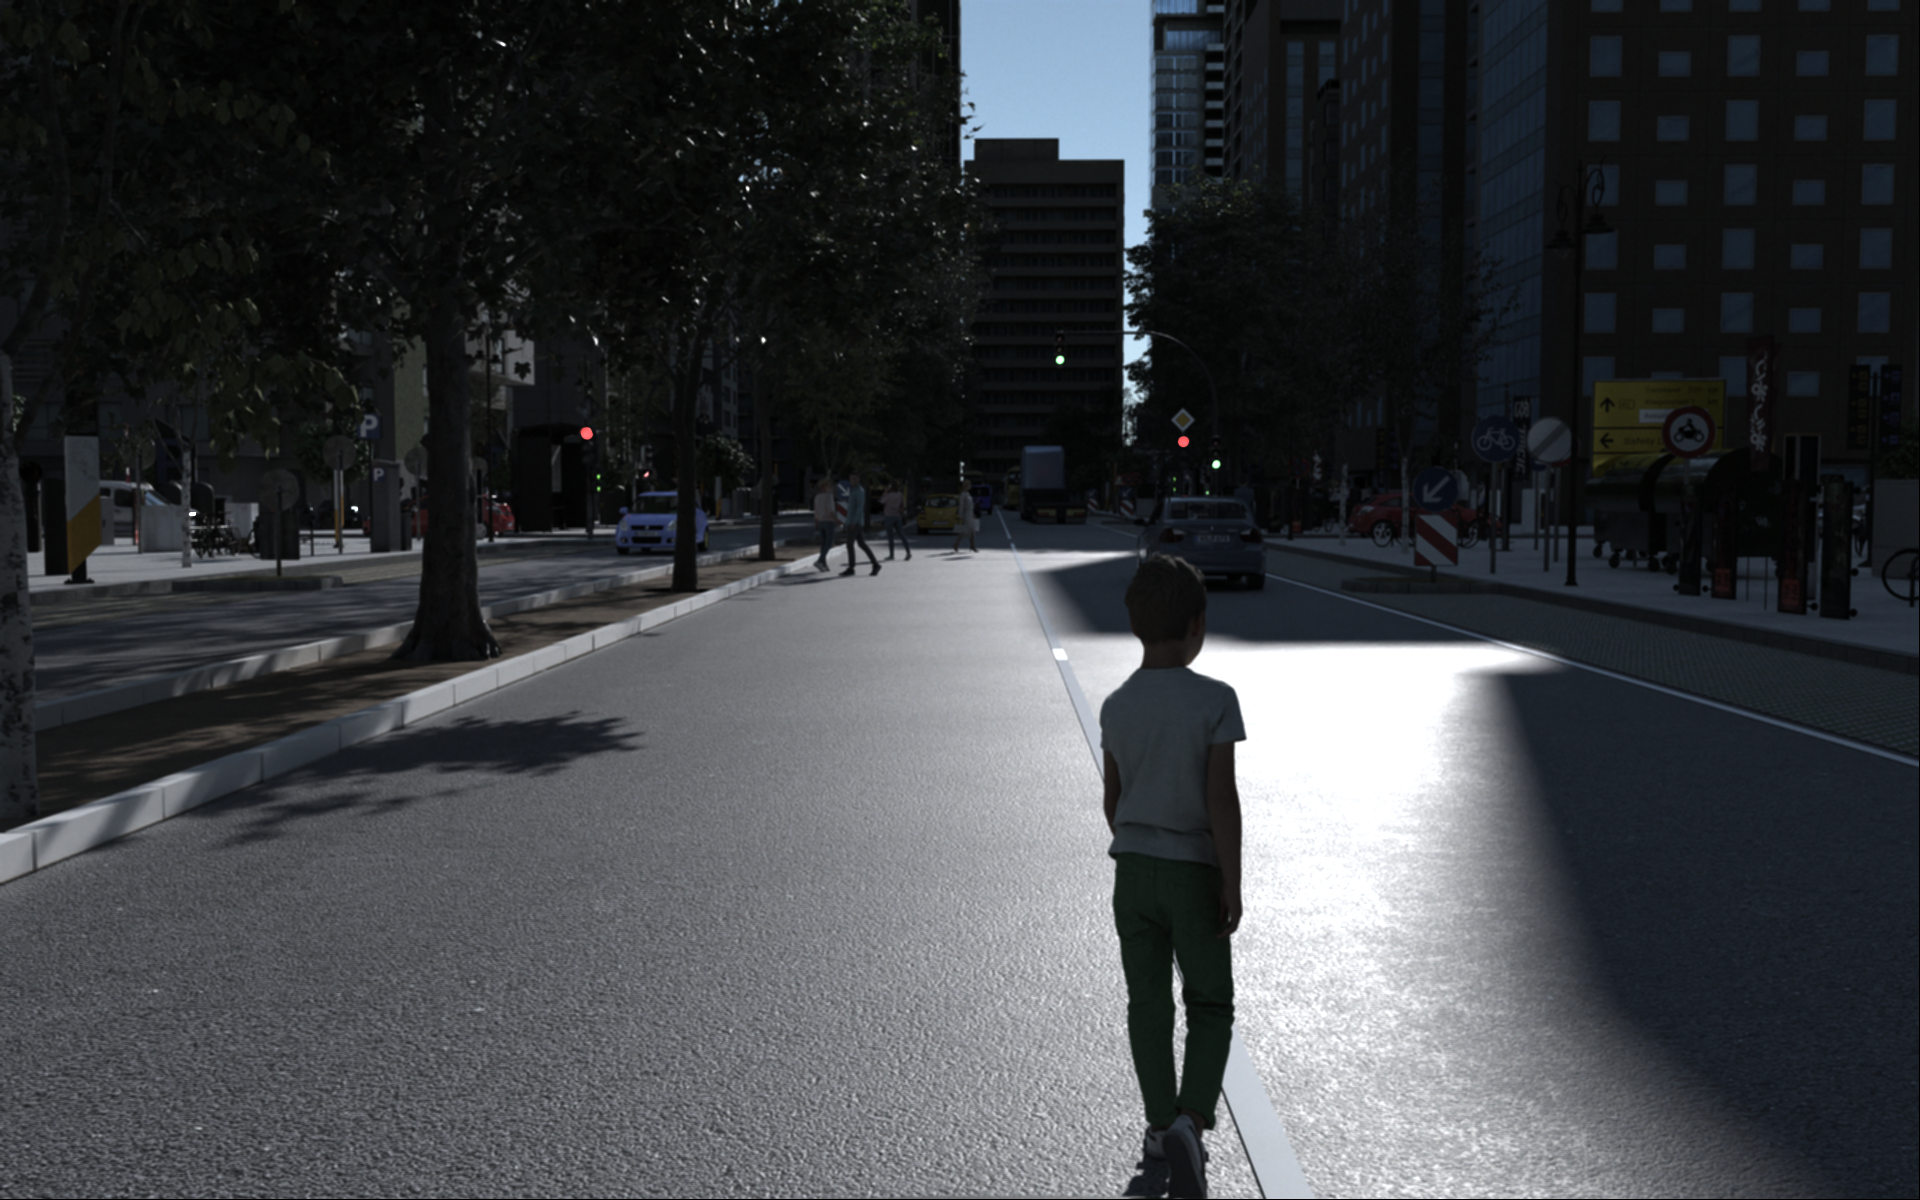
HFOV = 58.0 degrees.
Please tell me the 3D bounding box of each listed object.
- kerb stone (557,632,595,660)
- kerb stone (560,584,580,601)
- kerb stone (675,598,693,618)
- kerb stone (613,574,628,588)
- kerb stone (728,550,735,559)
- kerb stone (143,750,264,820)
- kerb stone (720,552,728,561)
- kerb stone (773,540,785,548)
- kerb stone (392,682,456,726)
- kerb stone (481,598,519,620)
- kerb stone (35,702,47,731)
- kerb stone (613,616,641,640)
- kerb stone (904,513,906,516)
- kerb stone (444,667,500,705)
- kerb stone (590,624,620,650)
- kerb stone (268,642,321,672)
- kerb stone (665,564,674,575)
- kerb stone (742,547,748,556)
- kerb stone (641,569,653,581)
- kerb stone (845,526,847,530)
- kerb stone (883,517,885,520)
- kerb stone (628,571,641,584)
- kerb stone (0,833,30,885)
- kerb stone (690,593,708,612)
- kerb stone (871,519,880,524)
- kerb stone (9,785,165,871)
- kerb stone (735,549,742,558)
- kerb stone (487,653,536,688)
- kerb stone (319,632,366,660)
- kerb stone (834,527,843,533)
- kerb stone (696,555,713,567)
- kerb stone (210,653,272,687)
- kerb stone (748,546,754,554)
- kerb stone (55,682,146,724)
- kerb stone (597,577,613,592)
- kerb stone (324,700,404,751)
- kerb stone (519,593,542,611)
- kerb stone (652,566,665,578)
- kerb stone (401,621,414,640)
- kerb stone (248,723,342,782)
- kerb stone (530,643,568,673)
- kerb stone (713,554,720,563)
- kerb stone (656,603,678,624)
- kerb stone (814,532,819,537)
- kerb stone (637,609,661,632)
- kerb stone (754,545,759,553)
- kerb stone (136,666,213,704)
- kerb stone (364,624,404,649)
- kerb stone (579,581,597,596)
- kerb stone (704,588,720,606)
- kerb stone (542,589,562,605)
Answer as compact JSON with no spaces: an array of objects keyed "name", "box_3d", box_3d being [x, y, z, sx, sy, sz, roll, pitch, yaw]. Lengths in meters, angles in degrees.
[{"name":"kerb stone","box_3d":[-3.418,0.422,15.291,0.120,0.150,1.000,0,4,1]},{"name":"kerb stone","box_3d":[-5.367,-0.080,23.497,0.120,0.150,1.000,0,4,1]},{"name":"kerb stone","box_3d":[-3.322,0.112,20.425,0.120,0.150,1.000,0,4,1]},{"name":"kerb stone","box_3d":[-5.303,-0.269,26.589,0.120,0.150,1.000,0,4,1]},{"name":"kerb stone","box_3d":[-5.117,-0.959,37.867,0.120,0.150,1.000,0,4,1]},{"name":"kerb stone","box_3d":[-3.541,0.862,8.101,0.120,0.150,1.000,0,4,1]},{"name":"kerb stone","box_3d":[-5.128,-0.892,36.842,0.120,0.150,1.000,0,4,1]},{"name":"kerb stone","box_3d":[-4.949,-1.523,47.099,0.120,0.150,1.000,0,4,1]},{"name":"kerb stone","box_3d":[-3.484,0.675,11.181,0.120,0.150,1.000,0,4,1]},{"name":"kerb stone","box_3d":[-5.422,0.109,20.407,0.120,0.150,1.000,0,4,1]},{"name":"kerb stone","box_3d":[-5.604,0.735,10.174,0.120,0.150,1.000,0,4,1]},{"name":"kerb stone","box_3d":[-3.377,0.297,17.340,0.120,0.150,1.000,0,4,1]},{"name":"kerb stone","box_3d":[-3.642,-6.008,120.423,0.120,0.150,1.000,0,4,1]},{"name":"kerb stone","box_3d":[-3.466,0.612,12.213,0.120,0.150,1.000,0,4,1]},{"name":"kerb stone","box_3d":[-3.392,0.359,16.318,0.120,0.150,1.000,0,4,1]},{"name":"kerb stone","box_3d":[-5.536,0.485,14.264,0.120,0.150,1.000,0,4,1]},{"name":"kerb stone","box_3d":[-5.236,-0.520,30.691,0.120,0.150,1.000,0,4,1]},{"name":"kerb stone","box_3d":[-5.074,-1.084,39.922,0.120,0.150,1.000,0,4,1]},{"name":"kerb stone","box_3d":[-5.274,-0.389,28.638,0.120,0.150,1.000,0,4,1]},{"name":"kerb stone","box_3d":[-4.593,-2.743,67.094,0.120,0.150,1.000,0,4,1]},{"name":"kerb stone","box_3d":[-4.165,-4.190,90.704,0.120,0.150,1.000,0,4,1]},{"name":"kerb stone","box_3d":[-5.291,-0.330,27.616,0.120,0.150,1.000,0,4,1]},{"name":"kerb stone","box_3d":[-3.579,0.987,6.055,0.120,0.150,1.000,0,4,1]},{"name":"kerb stone","box_3d":[-3.300,0.051,21.447,0.120,0.150,1.000,0,4,1]},{"name":"kerb stone","box_3d":[-4.238,-3.939,86.595,0.120,0.150,1.000,0,4,1]},{"name":"kerb stone","box_3d":[-3.558,0.925,7.079,0.120,0.150,1.000,0,4,1]},{"name":"kerb stone","box_3d":[-5.089,-1.020,38.895,0.120,0.150,1.000,0,4,1]},{"name":"kerb stone","box_3d":[-3.449,0.548,13.235,0.120,0.150,1.000,0,4,1]},{"name":"kerb stone","box_3d":[-5.513,0.422,15.294,0.120,0.150,1.000,0,4,1]},{"name":"kerb stone","box_3d":[-4.601,-2.683,66.067,0.120,0.150,1.000,0,4,1]},{"name":"kerb stone","box_3d":[-5.158,-0.768,34.789,0.120,0.150,1.000,0,4,1]},{"name":"kerb stone","box_3d":[-5.546,0.548,13.239,0.120,0.150,1.000,0,4,1]},{"name":"kerb stone","box_3d":[-5.049,-1.147,40.946,0.120,0.150,1.000,0,4,1]},{"name":"kerb stone","box_3d":[-5.585,0.673,11.196,0.120,0.150,1.000,0,4,1]},{"name":"kerb stone","box_3d":[-5.326,-0.204,25.556,0.120,0.150,1.000,0,4,1]},{"name":"kerb stone","box_3d":[-3.501,0.737,10.150,0.120,0.150,1.000,0,4,1]},{"name":"kerb stone","box_3d":[-5.398,0.046,21.436,0.120,0.150,1.000,0,4,1]},{"name":"kerb stone","box_3d":[-5.256,-0.457,29.659,0.120,0.150,1.000,0,4,1]},{"name":"kerb stone","box_3d":[-5.479,0.297,17.337,0.120,0.150,1.000,0,4,1]},{"name":"kerb stone","box_3d":[-3.518,0.803,9.123,0.120,0.150,1.000,0,4,1]},{"name":"kerb stone","box_3d":[-3.434,0.491,14.264,0.120,0.150,1.000,0,4,1]},{"name":"kerb stone","box_3d":[-5.149,-0.832,35.819,0.120,0.150,1.000,0,4,1]},{"name":"kerb stone","box_3d":[-3.344,0.171,19.401,0.120,0.150,1.000,0,4,1]},{"name":"kerb stone","box_3d":[-4.757,-2.181,57.859,0.120,0.150,1.000,0,4,1]},{"name":"kerb stone","box_3d":[-3.357,0.236,18.366,0.120,0.150,1.000,0,4,1]},{"name":"kerb stone","box_3d":[-5.036,-1.209,41.968,0.120,0.150,1.000,0,4,1]},{"name":"kerb stone","box_3d":[-5.572,0.610,12.217,0.120,0.150,1.000,0,4,1]},{"name":"kerb stone","box_3d":[-5.495,0.360,16.315,0.120,0.150,1.000,0,4,1]},{"name":"kerb stone","box_3d":[-5.354,-0.143,24.534,0.120,0.150,1.000,0,4,1]},{"name":"kerb stone","box_3d":[-3.282,-0.017,22.479,0.120,0.150,1.000,0,4,1]},{"name":"kerb stone","box_3d":[-5.386,-0.013,22.467,0.120,0.150,1.000,0,4,1]}]
